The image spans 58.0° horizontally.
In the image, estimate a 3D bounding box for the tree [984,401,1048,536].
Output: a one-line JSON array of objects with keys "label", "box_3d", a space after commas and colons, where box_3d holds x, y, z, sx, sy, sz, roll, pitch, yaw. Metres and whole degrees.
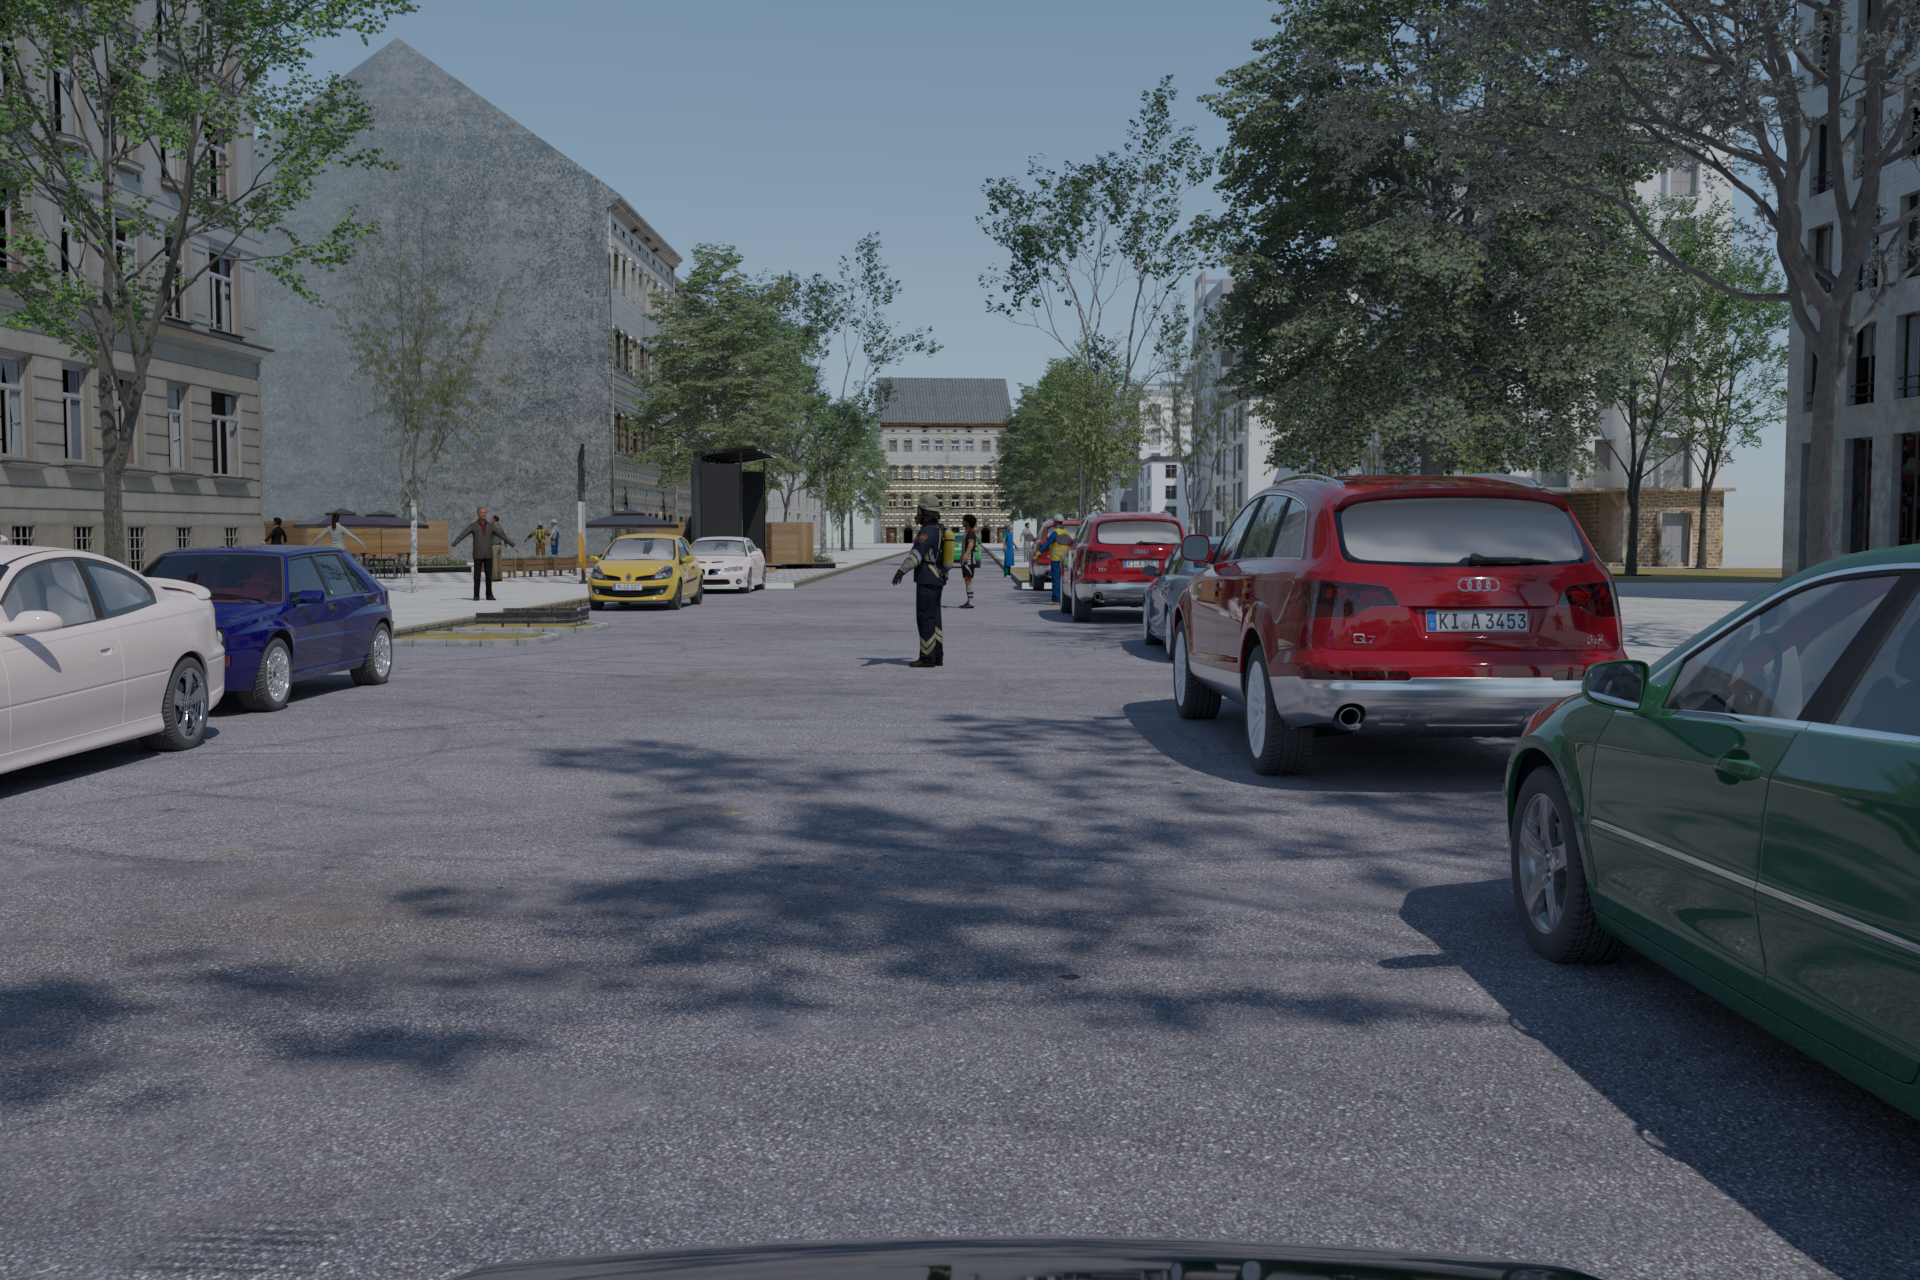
[{"label": "tree", "box_3d": [6.832, -14.981, 151.597, 9.857, 13.997, 8.962, 0, 3, 0]}]

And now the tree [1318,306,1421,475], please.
[{"label": "tree", "box_3d": [12.985, -6.388, 54.801, 4.360, 8.622, 3.978, 0, 3, 0]}]

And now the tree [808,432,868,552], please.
[{"label": "tree", "box_3d": [-8.735, -10.478, 121.685, 4.737, 8.622, 4.395, 0, 3, 0]}]

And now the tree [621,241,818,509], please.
[{"label": "tree", "box_3d": [-9.407, -9.182, 68.250, 7.486, 12.596, 7.792, 0, 3, 0]}]

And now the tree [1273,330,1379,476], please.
[{"label": "tree", "box_3d": [13.361, -6.789, 61.367, 4.737, 8.622, 4.395, 0, 3, 0]}]

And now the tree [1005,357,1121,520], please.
[{"label": "tree", "box_3d": [6.740, -11.851, 111.894, 7.486, 12.596, 7.792, 0, 3, 0]}]

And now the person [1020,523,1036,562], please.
[{"label": "person", "box_3d": [3.085, -4.445, 78.869, 0.705, 1.806, 1.347, 3, 4, 37]}]

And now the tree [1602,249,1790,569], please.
[{"label": "tree", "box_3d": [27.309, -8.395, 63.011, 9.928, 11.665, 9.643, 0, 3, 0]}]

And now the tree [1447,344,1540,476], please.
[{"label": "tree", "box_3d": [19.179, -6.976, 64.415, 4.737, 8.622, 4.395, 0, 3, 0]}]

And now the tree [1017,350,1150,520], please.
[{"label": "tree", "box_3d": [7.087, -10.596, 98.992, 9.928, 11.665, 9.643, 0, 3, 0]}]

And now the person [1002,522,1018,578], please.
[{"label": "person", "box_3d": [1.599, -2.936, 56.583, 0.704, 1.817, 1.347, 1, 4, 19]}]

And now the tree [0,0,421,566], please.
[{"label": "tree", "box_3d": [-12.025, -6.053, 24.717, 9.928, 11.665, 9.643, 0, 3, 0]}]

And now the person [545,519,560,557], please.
[{"label": "person", "box_3d": [-15.297, -3.630, 65.203, 0.705, 1.847, 1.347, 0, 4, 6]}]

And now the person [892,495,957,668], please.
[{"label": "person", "box_3d": [-0.357, -0.640, 18.701, 0.705, 1.856, 1.354, 1, 4, 22]}]

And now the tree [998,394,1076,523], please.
[{"label": "tree", "box_3d": [6.379, -13.505, 138.925, 7.486, 12.596, 7.792, 0, 3, 0]}]

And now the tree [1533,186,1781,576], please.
[{"label": "tree", "box_3d": [20.607, -7.759, 52.612, 9.928, 11.665, 9.643, 0, 3, 0]}]

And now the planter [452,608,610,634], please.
[{"label": "planter", "box_3d": [-6.297, -0.284, 25.781, 1.991, 0.319, 1.994, 0, 4, 0]}]

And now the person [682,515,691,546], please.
[{"label": "person", "box_3d": [-7.762, -2.647, 49.404, 0.705, 1.813, 1.348, 1, 4, 13]}]

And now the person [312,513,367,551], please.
[{"label": "person", "box_3d": [-13.418, -1.868, 37.378, 1.217, 1.735, 0.721, 0, 4, -2]}]

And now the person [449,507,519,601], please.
[{"label": "person", "box_3d": [-9.185, -1.662, 33.356, 1.348, 1.807, 0.705, -2, 4, -30]}]

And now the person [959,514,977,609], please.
[{"label": "person", "box_3d": [0.136, -1.516, 33.390, 0.704, 1.843, 1.345, 0, 4, -2]}]

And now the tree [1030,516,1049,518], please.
[{"label": "tree", "box_3d": [11.901, -18.861, 242.788, 7.601, 10.594, 8.767, 0, 4, -3]}]

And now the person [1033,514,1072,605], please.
[{"label": "person", "box_3d": [1.965, -1.626, 35.009, 0.705, 1.833, 1.349, 3, 5, 40]}]

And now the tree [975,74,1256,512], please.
[{"label": "tree", "box_3d": [6.540, -13.303, 73.396, 12.611, 20.169, 13.585, 0, 3, 0]}]

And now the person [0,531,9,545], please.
[{"label": "person", "box_3d": [-19.319, -1.556, 34.670, 0.799, 1.438, 0.628, 2, 4, 26]}]

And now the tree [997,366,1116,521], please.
[{"label": "tree", "box_3d": [6.885, -13.498, 127.350, 9.857, 13.997, 8.962, 0, 3, 0]}]

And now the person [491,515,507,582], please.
[{"label": "person", "box_3d": [-12.523, -2.471, 46.670, 0.705, 1.796, 1.348, 1, 4, 16]}]

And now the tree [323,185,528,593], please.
[{"label": "tree", "box_3d": [-12.114, -5.327, 37.463, 4.360, 8.622, 3.978, 0, 3, 0]}]

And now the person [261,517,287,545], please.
[{"label": "person", "box_3d": [-18.716, -2.481, 47.282, 0.721, 1.740, 1.216, 1, 4, 10]}]

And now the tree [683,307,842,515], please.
[{"label": "tree", "box_3d": [-8.927, -9.324, 78.202, 9.928, 11.665, 9.643, 0, 3, 0]}]

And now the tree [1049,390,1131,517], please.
[{"label": "tree", "box_3d": [6.302, -8.503, 89.391, 4.360, 8.622, 3.978, 0, 3, 0]}]

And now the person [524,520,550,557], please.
[{"label": "person", "box_3d": [-17.485, -4.062, 72.183, 1.354, 1.858, 0.705, 0, 4, -8]}]

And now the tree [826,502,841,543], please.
[{"label": "tree", "box_3d": [-16.924, -17.946, 243.780, 4.360, 8.622, 3.978, 0, 3, 0]}]

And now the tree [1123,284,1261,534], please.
[{"label": "tree", "box_3d": [6.934, -6.173, 51.287, 4.360, 8.622, 3.978, 0, 3, 0]}]

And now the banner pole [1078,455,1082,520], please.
[{"label": "banner pole", "box_3d": [3.797, -3.958, 54.725, 0.401, 3.779, 0.863, 0, 4, -1]}]

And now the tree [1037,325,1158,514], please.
[{"label": "tree", "box_3d": [4.935, -6.827, 61.977, 4.737, 8.622, 4.395, 0, 3, 0]}]
